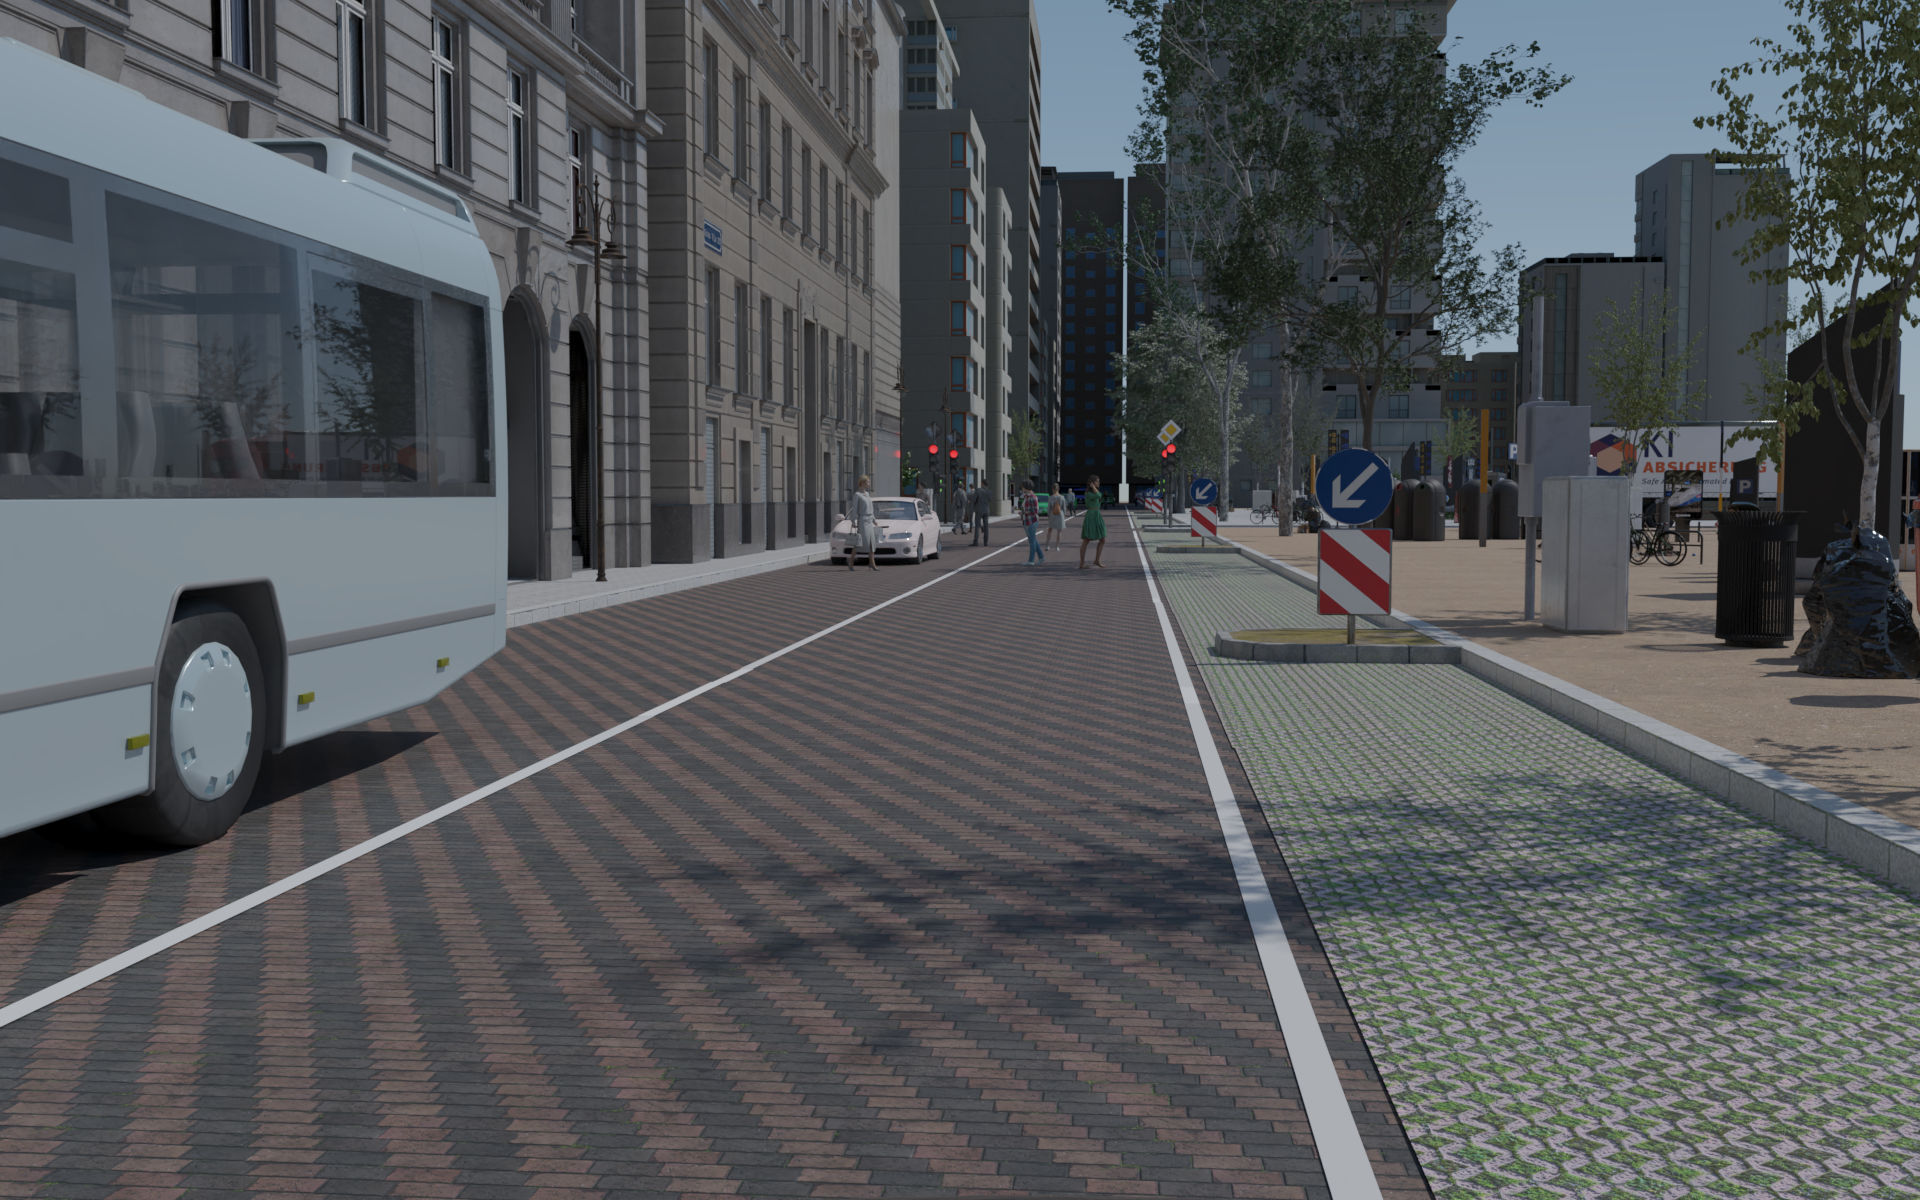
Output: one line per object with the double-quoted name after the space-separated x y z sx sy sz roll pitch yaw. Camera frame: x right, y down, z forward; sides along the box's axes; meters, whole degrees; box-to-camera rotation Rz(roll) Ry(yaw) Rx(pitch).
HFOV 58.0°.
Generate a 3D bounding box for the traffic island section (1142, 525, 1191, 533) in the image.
7.951 -2.629 65.257 2.009 0.180 2.903 0 4 5 "traffic island section"

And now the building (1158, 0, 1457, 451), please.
35.499 -36.329 183.212 28.713 52.752 27.495 0 4 5 "building"

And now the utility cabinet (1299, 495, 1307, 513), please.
22.026 -6.190 112.364 1.020 1.237 0.306 -2 4 -29 "utility cabinet"

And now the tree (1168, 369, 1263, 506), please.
14.764 -9.293 102.302 4.360 8.622 3.978 0 3 0 "tree"

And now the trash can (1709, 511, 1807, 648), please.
6.719 -0.182 14.622 0.748 1.137 0.748 0 3 0 "trash can"

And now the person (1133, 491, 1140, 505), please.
21.612 -12.418 211.665 1.348 1.807 0.705 -3 4 -38 "person"

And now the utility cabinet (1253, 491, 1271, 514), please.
19.549 -6.328 112.134 1.173 1.500 0.318 1 4 11 "utility cabinet"

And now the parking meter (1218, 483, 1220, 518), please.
14.317 -5.443 94.699 0.399 1.863 0.255 -1 4 -9 "parking meter"

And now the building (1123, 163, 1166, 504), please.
29.920 -35.893 236.962 14.200 45.320 14.600 0 4 5 "building"

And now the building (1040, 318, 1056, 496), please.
-4.138 -20.858 186.069 27.650 21.520 28.899 0 4 5 "building"

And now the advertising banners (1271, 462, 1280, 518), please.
16.987 -5.905 92.741 0.090 3.025 2.074 1 4 18 "advertising banners"

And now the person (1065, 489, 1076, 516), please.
7.064 -6.258 111.310 0.782 1.767 0.515 2 4 35 "person"

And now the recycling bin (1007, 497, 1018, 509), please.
4.255 -7.840 140.735 0.722 1.027 0.722 -3 4 -38 "recycling bin"

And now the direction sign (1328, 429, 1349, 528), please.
13.288 -4.213 60.882 0.876 3.537 0.379 -2 4 -25 "direction sign"

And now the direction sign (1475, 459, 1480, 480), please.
33.016 -7.282 111.061 0.379 3.537 0.876 -3 5 -44 "direction sign"

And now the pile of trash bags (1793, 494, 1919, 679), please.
6.883 -0.146 12.140 1.912 1.369 3.447 2 4 27 "pile of trash bags"

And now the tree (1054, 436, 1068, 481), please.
10.870 -15.800 208.696 4.360 8.622 3.978 0 3 0 "tree"

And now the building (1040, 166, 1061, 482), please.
5.638 -32.678 217.875 14.086 41.232 14.154 0 4 5 "building"

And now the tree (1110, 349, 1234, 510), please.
17.534 -14.204 142.599 12.009 13.543 11.850 0 3 0 "tree"

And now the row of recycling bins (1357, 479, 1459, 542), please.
12.280 -2.523 48.368 1.069 1.692 3.534 -1 4 -22 "row of recycling bins"

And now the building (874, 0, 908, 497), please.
-11.477 -12.974 61.283 18.267 20.994 9.793 0 4 5 "building"

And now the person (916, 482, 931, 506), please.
-1.184 -2.562 50.730 0.599 1.781 0.374 2 4 29 "person"

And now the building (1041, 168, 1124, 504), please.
15.434 -36.049 239.503 14.200 45.320 14.600 0 4 5 "building"

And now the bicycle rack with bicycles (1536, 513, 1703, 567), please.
12.274 -1.124 31.755 2.852 0.926 2.925 -1 4 -21 "bicycle rack with bicycles"

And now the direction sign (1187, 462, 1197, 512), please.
16.557 -8.057 123.734 0.876 3.537 0.379 -2 4 -35 "direction sign"

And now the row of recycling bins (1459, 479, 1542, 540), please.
15.897 -2.566 49.064 3.534 1.692 1.069 -1 4 -9 "row of recycling bins"

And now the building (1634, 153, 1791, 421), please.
90.623 -32.208 210.201 14.086 41.232 14.154 0 4 5 "building"

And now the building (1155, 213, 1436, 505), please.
39.962 -31.627 208.986 32.217 40.220 23.993 0 4 5 "building"

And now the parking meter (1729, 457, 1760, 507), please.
12.102 -1.287 26.747 0.399 1.863 0.255 2 4 28 "parking meter"

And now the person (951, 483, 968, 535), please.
0.015 -3.216 61.176 0.850 1.850 0.679 -3 5 -40 "person"

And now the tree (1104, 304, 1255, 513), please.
14.558 -12.724 114.691 9.857 13.997 8.962 0 3 0 "tree"

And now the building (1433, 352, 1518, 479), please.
79.557 -24.159 240.045 28.899 21.520 27.650 0 4 5 "building"

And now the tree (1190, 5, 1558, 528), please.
7.842 -6.101 34.165 7.601 10.594 8.767 -2 4 -29 "tree"

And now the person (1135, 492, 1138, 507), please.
19.019 -10.892 187.521 0.436 1.711 0.756 1 4 13 "person"

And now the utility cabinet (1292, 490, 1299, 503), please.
18.723 -5.497 98.562 0.318 1.500 1.173 -3 5 -45 "utility cabinet"

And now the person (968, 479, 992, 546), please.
0.548 -2.401 47.566 0.655 1.846 0.447 -2 4 -26 "person"

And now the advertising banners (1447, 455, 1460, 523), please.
21.999 -4.918 76.601 0.090 3.025 2.074 -1 4 -9 "advertising banners"

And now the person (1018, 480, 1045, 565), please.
1.452 -1.558 34.814 0.643 1.720 0.563 -1 4 -11 "person"

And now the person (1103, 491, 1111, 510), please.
13.221 -8.994 156.377 0.721 1.723 1.217 3 5 40 "person"

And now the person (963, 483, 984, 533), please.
0.506 -3.404 64.112 0.622 1.834 0.822 -2 4 -31 "person"

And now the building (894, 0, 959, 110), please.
-13.405 -26.847 130.826 32.217 40.220 23.993 0 4 5 "building"

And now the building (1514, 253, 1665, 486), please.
76.511 -26.901 211.532 14.107 30.474 14.160 0 4 5 "building"

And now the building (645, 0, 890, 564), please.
-9.391 -15.061 43.516 12.463 27.353 25.104 0 4 5 "building"

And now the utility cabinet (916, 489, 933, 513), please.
-1.487 -4.006 74.170 0.318 1.500 1.173 2 4 26 "utility cabinet"

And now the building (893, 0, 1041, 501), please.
-3.720 -32.795 159.894 21.300 48.544 21.600 0 4 5 "building"

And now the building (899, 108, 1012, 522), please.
-11.943 -15.202 93.596 27.650 21.520 28.899 0 4 5 "building"

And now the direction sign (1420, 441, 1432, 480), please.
19.813 -5.001 73.765 0.379 3.537 0.876 -1 4 -16 "direction sign"

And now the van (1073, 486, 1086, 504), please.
13.835 -11.815 197.563 2.240 2.365 5.245 0 4 6 "van"

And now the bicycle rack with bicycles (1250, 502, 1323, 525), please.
14.179 -3.691 73.731 2.925 0.926 2.852 3 5 40 "bicycle rack with bicycles"

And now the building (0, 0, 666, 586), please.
-12.424 -10.858 19.323 13.314 21.916 24.055 0 4 5 "building"

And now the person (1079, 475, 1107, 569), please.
2.553 -1.503 33.315 0.529 1.795 0.600 1 4 21 "person"

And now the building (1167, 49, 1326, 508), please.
26.623 -29.355 163.548 14.154 41.232 14.086 0 4 5 "building"

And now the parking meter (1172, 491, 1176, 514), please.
13.838 -6.357 112.353 0.372 1.533 0.369 0 3 0 "parking meter"

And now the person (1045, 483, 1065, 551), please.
2.421 -2.097 43.788 0.512 1.701 0.522 0 4 -7 "person"

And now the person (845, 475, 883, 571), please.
-1.811 -1.442 32.429 0.624 1.780 0.694 3 5 44 "person"

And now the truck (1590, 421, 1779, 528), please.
29.288 -4.817 67.673 11.283 4.237 2.839 0 4 7 "truck"

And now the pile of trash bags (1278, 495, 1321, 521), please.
16.688 -4.398 81.663 3.447 1.369 1.912 1 4 19 "pile of trash bags"
